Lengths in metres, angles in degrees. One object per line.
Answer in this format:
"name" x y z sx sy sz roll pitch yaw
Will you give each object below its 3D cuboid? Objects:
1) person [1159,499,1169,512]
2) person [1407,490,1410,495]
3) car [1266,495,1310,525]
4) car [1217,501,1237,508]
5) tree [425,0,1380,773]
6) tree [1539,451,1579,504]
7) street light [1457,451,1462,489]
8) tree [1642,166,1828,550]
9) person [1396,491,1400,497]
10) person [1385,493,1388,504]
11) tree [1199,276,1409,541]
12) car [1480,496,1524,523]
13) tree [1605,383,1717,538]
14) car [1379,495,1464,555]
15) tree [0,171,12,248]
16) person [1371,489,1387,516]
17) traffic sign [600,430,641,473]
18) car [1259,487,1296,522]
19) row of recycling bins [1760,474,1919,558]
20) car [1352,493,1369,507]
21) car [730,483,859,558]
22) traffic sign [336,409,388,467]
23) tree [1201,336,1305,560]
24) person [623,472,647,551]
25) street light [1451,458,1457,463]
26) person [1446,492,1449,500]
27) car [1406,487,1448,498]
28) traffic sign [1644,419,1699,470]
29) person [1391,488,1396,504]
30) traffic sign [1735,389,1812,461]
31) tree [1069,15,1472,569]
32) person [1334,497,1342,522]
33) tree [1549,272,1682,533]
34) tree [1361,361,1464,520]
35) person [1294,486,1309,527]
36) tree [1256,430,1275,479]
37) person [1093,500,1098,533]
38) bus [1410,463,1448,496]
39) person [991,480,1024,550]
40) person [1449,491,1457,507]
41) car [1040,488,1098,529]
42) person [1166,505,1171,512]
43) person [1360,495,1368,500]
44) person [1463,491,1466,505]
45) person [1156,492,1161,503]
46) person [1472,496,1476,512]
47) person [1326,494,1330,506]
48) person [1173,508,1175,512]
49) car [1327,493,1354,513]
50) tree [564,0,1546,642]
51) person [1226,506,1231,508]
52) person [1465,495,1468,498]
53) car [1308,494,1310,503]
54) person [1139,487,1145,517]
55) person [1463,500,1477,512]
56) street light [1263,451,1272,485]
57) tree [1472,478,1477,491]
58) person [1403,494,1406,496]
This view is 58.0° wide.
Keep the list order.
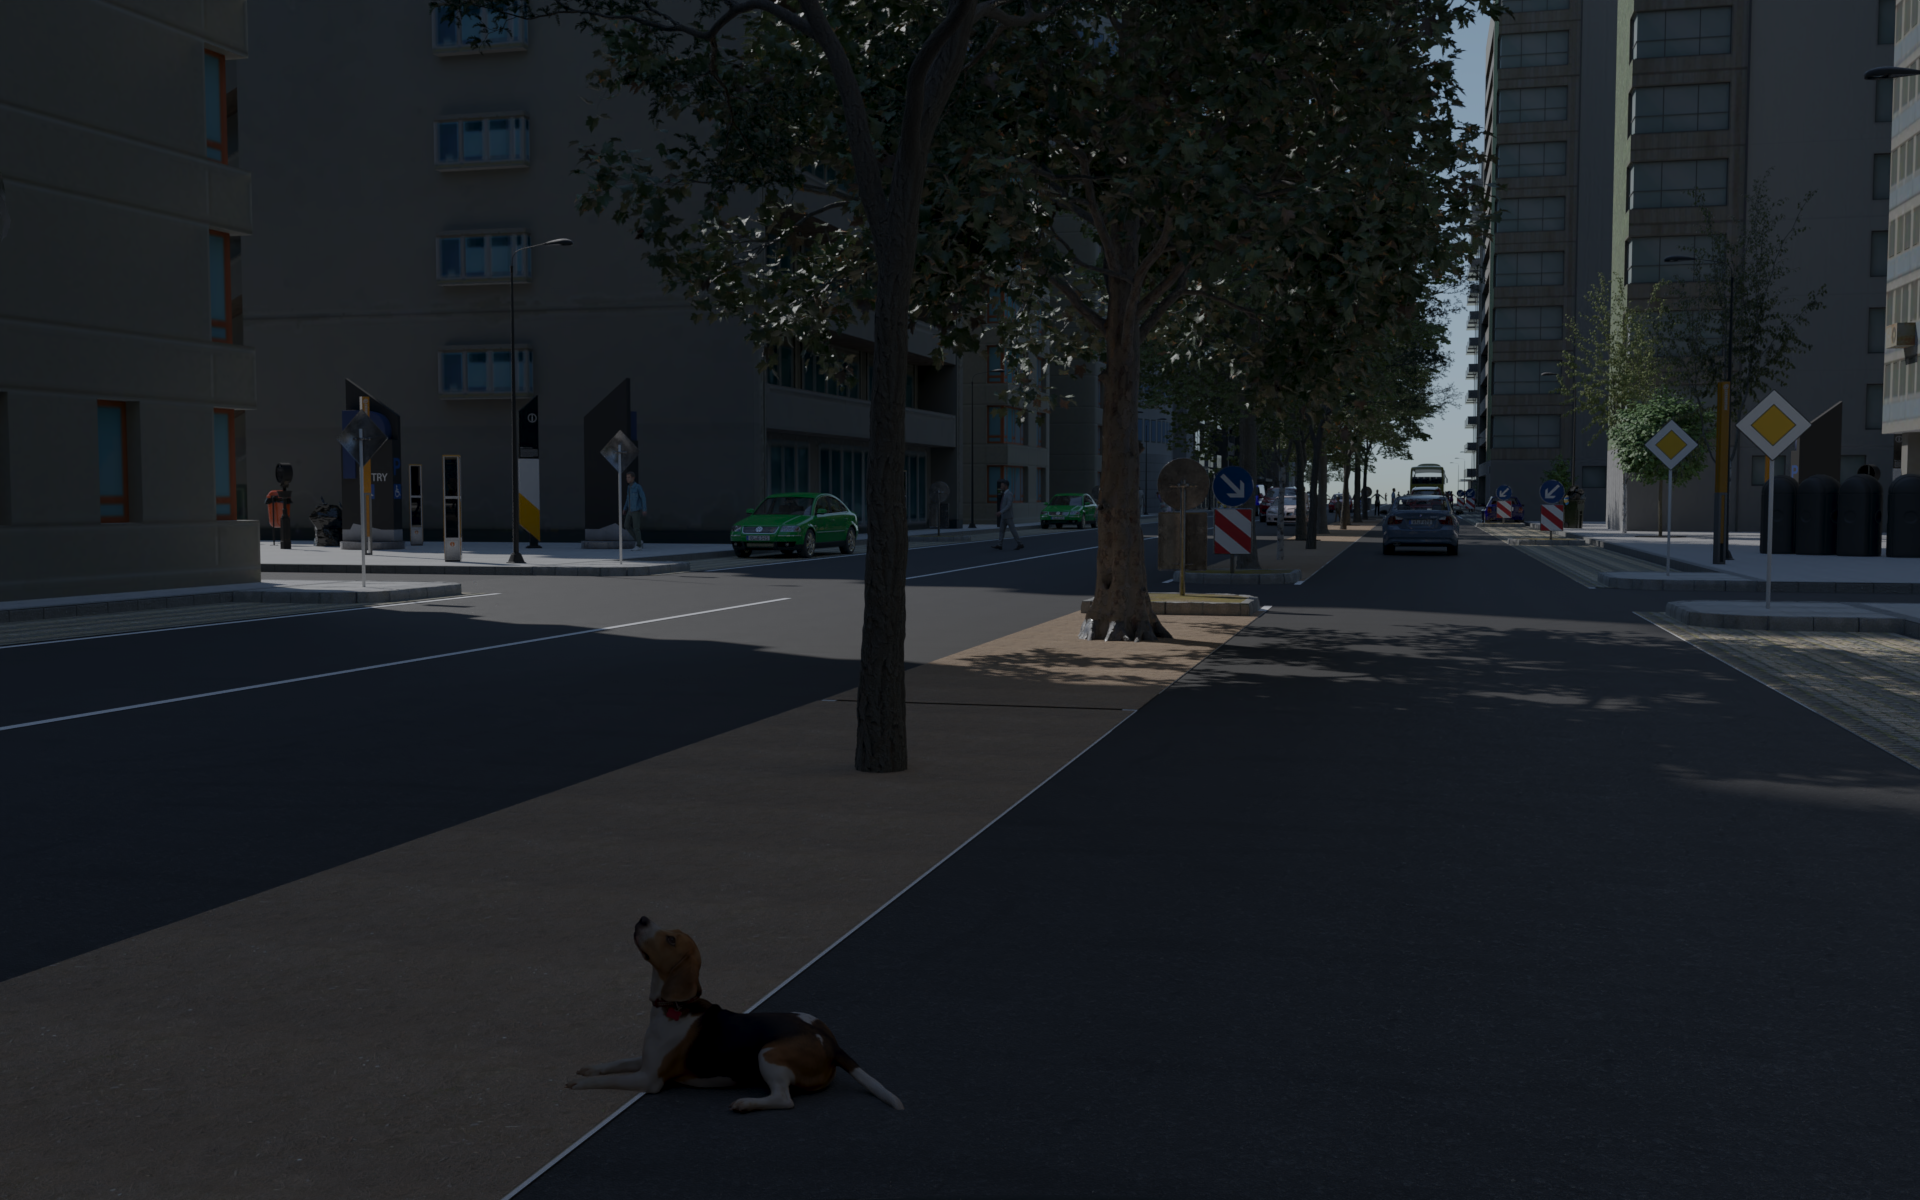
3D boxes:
"person" 9.262 -4.028 78.643 0.425 1.301 0.394 0 4 7
"person" 47.320 -10.654 182.701 1.348 1.824 0.705 -3 4 -38
"car" 15.294 -4.153 80.264 2.083 1.381 4.827 1 4 16
"car" 15.936 -5.494 100.048 2.015 1.641 3.980 1 4 15
"tree" -0.520 -4.370 8.322 8.767 10.594 7.601 1 4 15
"tree" 26.557 -5.001 76.370 1.663 3.219 1.824 0 3 0
"street light" 55.119 -13.213 188.578 1.470 5.913 1.316 1 4 15
"tree" 17.743 -5.478 39.928 4.360 8.622 3.978 0 3 0
"person" 50.551 -11.625 199.281 1.217 1.735 0.721 -3 5 -43
"person" 62.190 -14.839 252.593 0.593 1.643 0.415 3 5 43
"tree" 10.379 -7.624 52.859 9.928 11.665 9.643 0 3 0
"car" 24.679 -4.049 78.784 1.945 1.354 3.894 1 4 14
"tree" 20.903 -4.137 51.346 4.285 4.588 4.351 0 3 0
"car" 11.193 -1.838 42.050 2.014 1.417 4.499 1 4 15
"tree" -2.632 -3.032 2.389 4.360 8.622 3.978 0 3 0
"person" 27.093 -6.305 112.307 1.217 1.735 0.721 -1 4 -10
"traffic sign" -6.202 -1.798 31.592 0.795 2.593 0.064 1 4 15
"car" 16.661 -4.948 89.575 2.281 1.827 5.304 1 4 14
"row of recycling bins" 18.396 -1.774 36.110 1.069 1.692 3.534 -2 4 -35
"car" 37.833 -9.435 163.851 1.945 1.707 3.694 1 4 14
"car" -3.778 -1.909 40.007 1.959 1.807 4.718 1 4 16
"traffic sign" -8.238 -1.326 23.869 0.795 2.593 0.064 1 4 15
"tree" 6.962 -5.180 37.509 4.737 8.622 4.395 0 3 0
"person" -7.343 -2.006 39.181 0.444 1.785 0.601 -3 4 -39
"street light" 63.873 -15.211 221.233 1.470 5.913 1.316 1 4 15
"person" 40.974 -8.313 145.889 0.593 1.643 0.415 -3 5 -39
"car" 25.514 -5.263 94.724 2.281 1.827 5.304 1 4 16
"traffic sign" 11.098 -1.519 27.026 0.795 2.593 0.064 1 4 15
"person" 27.378 -6.163 109.252 0.705 1.826 1.348 1 4 20
"traffic sign" 9.062 -1.047 19.304 0.795 2.593 0.064 1 4 15
"tree" 5.338 -6.778 31.405 7.486 12.596 7.792 0 3 0
"person" 19.071 -4.557 87.278 0.475 1.303 0.640 2 4 34
"tree" 21.640 -6.492 56.513 4.737 8.622 4.395 0 3 0
"tree" 22.400 -11.178 95.579 12.009 13.543 11.850 0 3 0
"person" 15.079 -4.116 76.145 0.694 1.780 0.624 -1 4 -15
"tree" 30.476 -13.985 179.014 4.360 8.622 3.978 0 3 0
"person" 5.100 -3.046 63.322 0.382 1.210 0.505 3 5 43
"bus" 37.485 -8.995 138.619 2.896 3.916 12.252 1 4 16
"person" 1.228 -2.180 44.415 0.850 1.792 0.678 -1 4 -11
"person" 45.212 -9.176 159.207 1.217 1.739 0.721 2 4 32
"car" 4.556 -3.845 71.657 1.959 1.807 4.718 1 4 16
"person" 13.588 -6.547 113.757 0.621 1.740 0.551 2 4 25
"person" 36.870 -9.111 158.015 0.434 1.755 0.990 -3 4 -39
"person" 61.210 -12.445 210.337 0.721 1.723 1.217 1 4 14
"person" 12.840 -6.191 110.492 0.697 1.427 0.421 2 4 31
"person" 39.885 -7.520 134.682 0.421 1.427 0.697 0 4 -3
"person" 42.975 -11.886 203.568 1.217 1.736 0.721 0 4 0
"person" 12.743 -5.739 102.675 0.374 1.781 0.599 2 4 25
"car" 29.560 -7.654 134.184 2.155 1.783 4.494 1 4 15
"tree" 1.567 -5.947 16.695 9.611 12.733 9.660 0 3 0
"person" 12.024 -3.928 77.739 0.382 1.210 0.505 -1 4 -15
"person" 60.000 -11.969 204.916 0.628 1.438 0.799 -2 4 -25
"car" 34.654 -9.981 173.414 2.015 1.641 3.980 1 4 16
"person" 9.002 -4.831 87.602 0.709 1.813 0.853 -1 4 -16
"person" 36.887 -6.936 125.158 1.065 1.426 0.557 1 4 21
"street light" 33.223 -13.094 186.627 1.470 5.913 1.316 1 4 15
"tree" 54.249 -11.330 179.852 1.663 3.219 1.824 0 3 0
"person" 26.583 -5.609 103.440 0.421 1.427 0.697 2 4 24
